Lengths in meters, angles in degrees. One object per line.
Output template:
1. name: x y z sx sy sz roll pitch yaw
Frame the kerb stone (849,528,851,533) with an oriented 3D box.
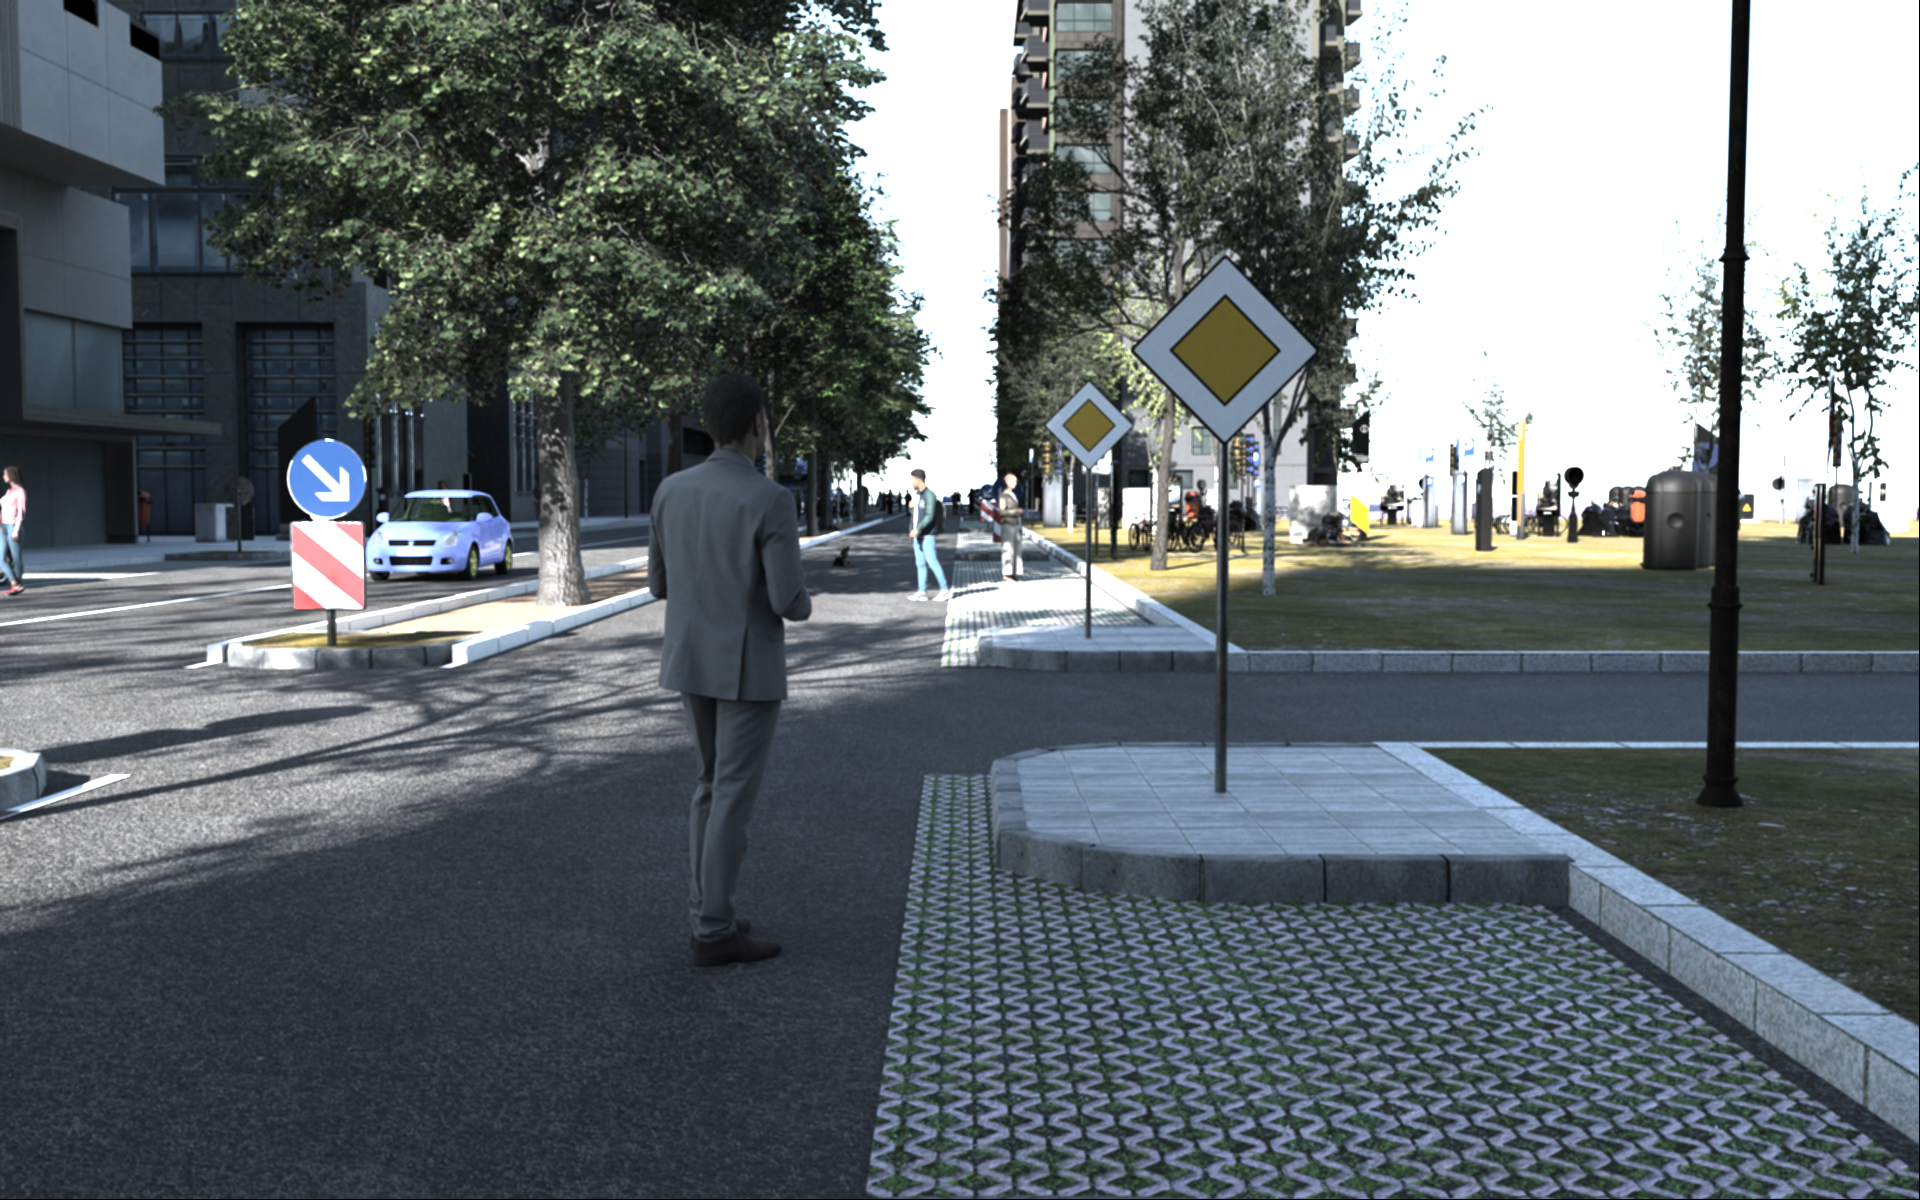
1. kerb stone: -4.107 -2.456 62.346 0.120 0.150 1.000 0 4 0

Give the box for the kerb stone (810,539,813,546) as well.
1. kerb stone: -4.149 -1.514 46.956 0.120 0.150 1.000 0 4 0

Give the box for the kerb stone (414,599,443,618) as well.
1. kerb stone: -6.321 0.113 20.344 0.120 0.150 1.000 0 4 0

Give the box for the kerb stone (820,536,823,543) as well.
1. kerb stone: -4.144 -1.702 50.026 0.120 0.150 1.000 0 4 0

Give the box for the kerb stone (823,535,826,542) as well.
1. kerb stone: -4.137 -1.760 51.058 0.120 0.150 1.000 0 4 0

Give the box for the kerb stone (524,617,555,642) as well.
1. kerb stone: -4.230 0.305 17.215 0.120 0.150 1.000 0 4 0

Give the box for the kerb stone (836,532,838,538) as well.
1. kerb stone: -4.137 -2.079 56.181 0.120 0.150 1.000 0 4 0

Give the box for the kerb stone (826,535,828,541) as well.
1. kerb stone: -4.135 -1.828 52.085 0.120 0.150 1.000 0 4 0

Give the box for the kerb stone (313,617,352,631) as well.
1. kerb stone: -6.329 0.303 17.270 0.120 0.150 1.000 0 4 0

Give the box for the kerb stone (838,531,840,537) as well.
1. kerb stone: -4.130 -2.139 57.209 0.120 0.150 1.000 0 4 0

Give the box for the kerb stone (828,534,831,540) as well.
1. kerb stone: -4.138 -1.890 53.107 0.120 0.150 1.000 0 4 0

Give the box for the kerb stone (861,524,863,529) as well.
1. kerb stone: -4.093 -2.895 69.527 0.120 0.150 1.000 0 4 0

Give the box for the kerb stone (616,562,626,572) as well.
1. kerb stone: -6.298 -0.574 31.618 0.120 0.150 1.000 0 4 0

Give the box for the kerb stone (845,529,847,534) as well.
1. kerb stone: -4.114 -2.330 60.292 0.120 0.150 1.000 0 4 0

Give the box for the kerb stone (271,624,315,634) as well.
1. kerb stone: -6.326 0.366 16.248 0.120 0.150 1.000 0 4 0

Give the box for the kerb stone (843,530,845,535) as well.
1. kerb stone: -4.118 -2.259 59.269 0.120 0.150 1.000 0 4 0

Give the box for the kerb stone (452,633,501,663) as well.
1. kerb stone: -4.236 0.430 15.161 0.120 0.150 1.000 0 4 0

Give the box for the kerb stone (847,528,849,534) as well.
1. kerb stone: -4.125 -2.393 61.319 0.120 0.150 1.000 0 4 0

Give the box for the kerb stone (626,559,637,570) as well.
1. kerb stone: -6.287 -0.633 32.650 0.120 0.150 1.000 0 4 0

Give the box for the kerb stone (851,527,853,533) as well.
1. kerb stone: -4.108 -2.518 63.371 0.120 0.150 1.000 0 4 0

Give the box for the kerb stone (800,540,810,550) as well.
1. kerb stone: -4.149 -1.452 45.932 0.120 0.150 1.000 0 4 0

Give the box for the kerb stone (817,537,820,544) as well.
1. kerb stone: -4.145 -1.639 48.999 0.120 0.150 1.000 0 4 0

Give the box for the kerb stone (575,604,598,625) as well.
1. kerb stone: -4.221 0.182 19.273 0.120 0.150 1.000 0 4 0

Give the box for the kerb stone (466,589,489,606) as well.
1. kerb stone: -6.317 -0.012 22.394 0.120 0.150 1.000 0 4 0

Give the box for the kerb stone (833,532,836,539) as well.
1. kerb stone: -4.132 -2.012 55.160 0.120 0.150 1.000 0 4 0

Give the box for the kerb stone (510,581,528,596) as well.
1. kerb stone: -6.314 -0.137 24.443 0.120 0.150 1.000 0 4 0

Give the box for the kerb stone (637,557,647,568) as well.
1. kerb stone: -6.286 -0.702 33.672 0.120 0.150 1.000 0 4 0

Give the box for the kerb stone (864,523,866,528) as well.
1. kerb stone: -4.093 -3.020 71.578 0.120 0.150 1.000 0 4 0

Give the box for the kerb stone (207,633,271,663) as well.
1. kerb stone: -6.336 0.427 15.216 0.120 0.150 1.000 0 4 0

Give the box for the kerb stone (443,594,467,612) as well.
1. kerb stone: -6.317 0.058 21.372 0.120 0.150 1.000 0 4 0

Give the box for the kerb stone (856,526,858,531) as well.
1. kerb stone: -4.100 -2.706 66.441 0.120 0.150 1.000 0 4 0

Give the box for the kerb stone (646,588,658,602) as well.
1. kerb stone: -4.209 -0.072 23.376 0.120 0.150 1.000 0 4 0

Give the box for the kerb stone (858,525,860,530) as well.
1. kerb stone: -4.100 -2.769 67.472 0.120 0.150 1.000 0 4 0

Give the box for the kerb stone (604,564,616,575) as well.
1. kerb stone: -6.290 -0.514 30.596 0.120 0.150 1.000 0 4 0

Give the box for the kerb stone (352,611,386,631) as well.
1. kerb stone: -6.324 0.242 18.295 0.120 0.150 1.000 0 4 0

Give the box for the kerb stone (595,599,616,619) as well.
1. kerb stone: -4.221 0.118 20.295 0.120 0.150 1.000 0 4 0

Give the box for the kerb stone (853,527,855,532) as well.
1. kerb stone: -4.102 -2.580 64.393 0.120 0.150 1.000 0 4 0

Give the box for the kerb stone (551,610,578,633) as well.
1. kerb stone: -4.224 0.242 18.251 0.120 0.150 1.000 0 4 0

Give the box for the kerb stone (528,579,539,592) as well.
1. kerb stone: -6.306 -0.200 25.465 0.120 0.150 1.000 0 4 0

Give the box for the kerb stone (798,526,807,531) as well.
1. kerb stone: -6.195 -2.825 68.501 0.120 0.150 1.000 0 4 0

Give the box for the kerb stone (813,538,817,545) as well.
1. kerb stone: -4.143 -1.577 47.977 0.120 0.150 1.000 0 4 0

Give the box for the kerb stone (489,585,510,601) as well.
1. kerb stone: -6.313 -0.075 23.417 0.120 0.150 1.000 0 4 0

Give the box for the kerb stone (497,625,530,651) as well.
1. kerb stone: -4.232 0.368 16.186 0.120 0.150 1.000 0 4 0

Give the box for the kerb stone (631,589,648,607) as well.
1. kerb stone: -4.212 -0.007 22.348 0.120 0.150 1.000 0 4 0

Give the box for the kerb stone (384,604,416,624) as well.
1. kerb stone: -6.321 0.184 19.317 0.120 0.150 1.000 0 4 0

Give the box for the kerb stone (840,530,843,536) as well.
1. kerb stone: -4.120 -2.204 58.238 0.120 0.150 1.000 0 4 0

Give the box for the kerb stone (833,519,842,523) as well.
1. kerb stone: -6.153 -3.960 86.938 0.120 0.150 1.000 0 4 0

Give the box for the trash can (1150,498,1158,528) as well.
1. trash can: 7.257 -3.248 64.755 0.748 1.137 0.748 0 3 0

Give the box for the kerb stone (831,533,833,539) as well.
1. kerb stone: -4.133 -1.954 54.137 0.120 0.150 1.000 0 4 0

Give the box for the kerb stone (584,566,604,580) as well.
1. kerb stone: -6.293 -0.451 29.574 0.120 0.150 1.000 0 4 0

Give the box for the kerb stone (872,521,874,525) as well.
1. kerb stone: -4.066 -3.396 77.728 0.120 0.150 1.000 0 4 0

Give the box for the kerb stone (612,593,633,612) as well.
1. kerb stone: -4.218 0.053 21.326 0.120 0.150 1.000 0 4 0

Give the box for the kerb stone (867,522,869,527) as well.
1. kerb stone: -4.081 -3.145 73.624 0.120 0.150 1.000 0 4 0
